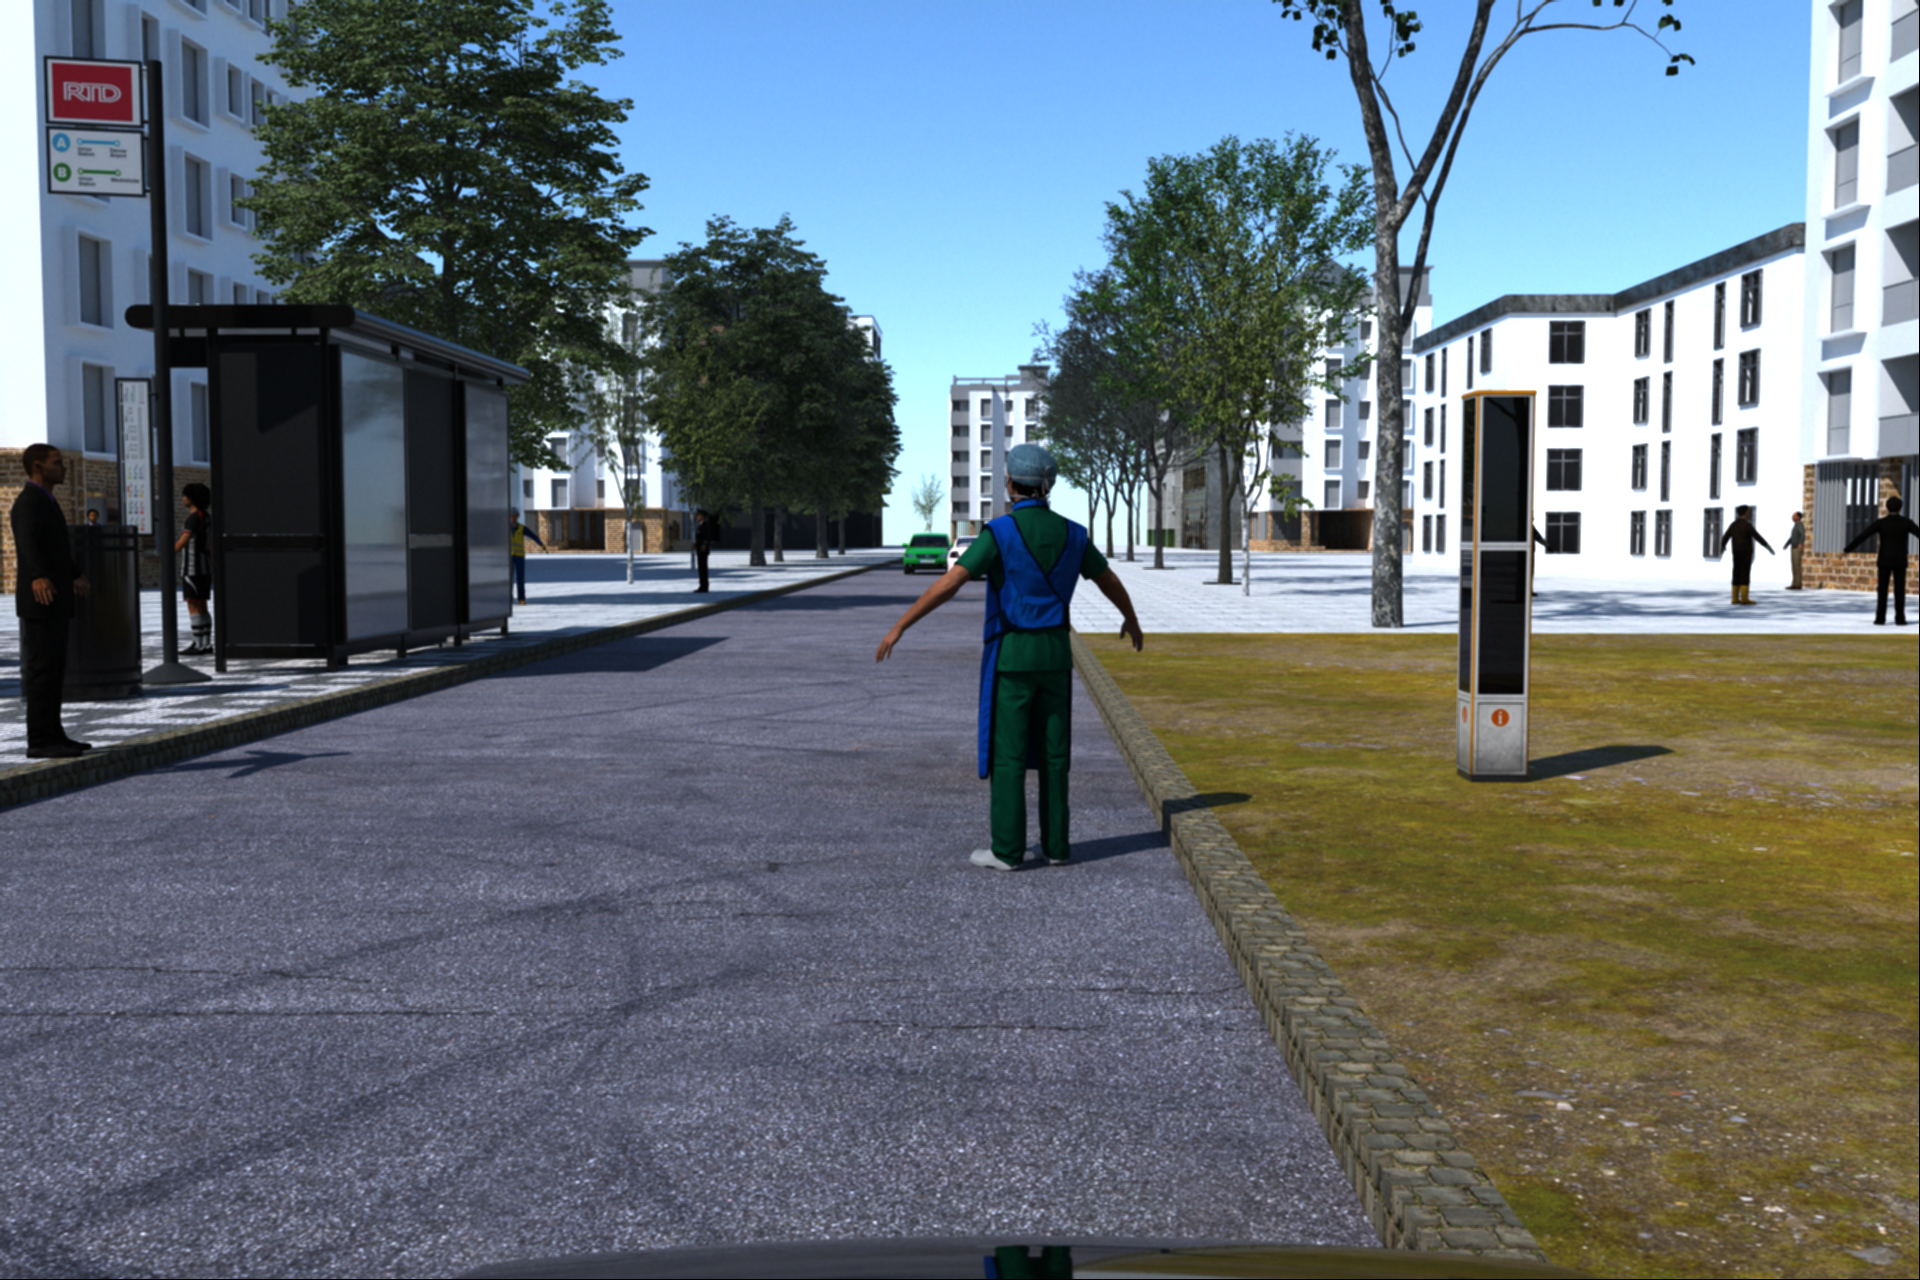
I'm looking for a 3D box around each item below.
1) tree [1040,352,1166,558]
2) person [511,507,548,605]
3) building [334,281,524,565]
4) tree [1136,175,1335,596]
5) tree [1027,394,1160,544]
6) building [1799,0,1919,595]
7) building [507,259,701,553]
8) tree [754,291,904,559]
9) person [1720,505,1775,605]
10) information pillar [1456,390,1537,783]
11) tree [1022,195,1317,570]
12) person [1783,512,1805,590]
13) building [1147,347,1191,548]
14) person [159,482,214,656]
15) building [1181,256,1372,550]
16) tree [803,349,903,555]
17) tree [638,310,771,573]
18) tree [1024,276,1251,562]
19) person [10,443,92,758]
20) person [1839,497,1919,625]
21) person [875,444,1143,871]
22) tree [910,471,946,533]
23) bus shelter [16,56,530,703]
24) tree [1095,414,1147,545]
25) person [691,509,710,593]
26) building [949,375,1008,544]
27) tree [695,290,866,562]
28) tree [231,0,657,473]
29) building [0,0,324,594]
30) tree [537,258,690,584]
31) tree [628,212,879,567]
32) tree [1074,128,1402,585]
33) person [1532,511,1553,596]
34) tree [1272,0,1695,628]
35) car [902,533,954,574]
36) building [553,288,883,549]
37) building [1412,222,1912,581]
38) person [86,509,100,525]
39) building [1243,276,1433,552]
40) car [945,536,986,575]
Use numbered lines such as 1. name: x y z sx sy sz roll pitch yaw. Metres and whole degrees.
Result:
1. tree: 8.130 -10.221 92.874 9.928 11.665 9.643 0 3 0
2. person: -8.067 -1.521 31.331 1.216 1.772 0.721 0 4 -7
3. building: -22.590 -7.919 71.626 9.099 9.664 28.070 0 4 1
4. tree: 5.799 -5.203 35.432 4.737 8.622 4.395 0 3 0
5. tree: 7.998 -10.854 103.217 9.928 11.665 9.643 0 3 0
6. building: 25.169 -11.168 39.017 16.016 20.090 11.380 0 4 2
7. building: -25.180 -16.157 120.580 16.016 20.090 11.380 0 4 1
8. tree: -7.129 -11.206 89.869 9.857 13.997 8.962 0 3 0
9. person: 14.264 -1.553 31.522 0.704 1.812 1.346 -1 4 -16
10. information pillar: 2.787 -0.277 9.024 0.304 2.012 0.304 0 4 2
11. tree: 7.171 -9.313 62.631 12.009 13.543 11.850 0 3 0
12. person: 19.254 -2.057 39.911 0.705 1.796 1.348 1 4 11
13. building: 28.255 -18.671 171.730 16.747 18.905 31.486 0 4 2
14. person: -8.125 -0.749 18.383 0.704 1.843 1.345 0 4 -4
15. building: 29.013 -19.273 146.043 19.493 23.208 18.063 0 4 1
16. tree: -6.969 -11.497 106.098 7.486 12.596 7.792 0 3 0
17. tree: -8.663 -6.521 56.982 4.737 8.622 4.395 0 3 0
18. tree: 7.875 -10.397 80.366 12.009 13.543 11.850 0 3 0
19. person: -5.263 -0.233 10.031 0.704 1.802 1.346 -1 4 -19
20. person: 13.148 -1.115 24.423 1.347 1.806 0.705 2 4 28
21. person: 0.278 0.068 7.468 1.347 1.817 0.704 -2 4 -30
22. tree: -3.210 -15.275 200.115 4.360 8.622 3.978 0 3 0
23. bus shelter: -6.546 -2.428 17.331 2.179 5.291 8.768 0 4 1
24. tree: 21.390 -21.031 199.744 12.611 20.169 13.585 0 3 0
25. person: -5.677 -1.962 38.006 0.705 1.837 1.347 -1 4 -19
26. building: -0.890 -20.748 198.110 11.380 20.090 16.016 0 4 -2
27. tree: -8.151 -9.823 78.734 7.486 12.596 7.792 0 3 0
28. tree: -9.112 -6.891 30.798 7.486 12.596 7.792 0 3 0
29. building: -24.178 -11.137 38.512 16.016 20.090 11.380 0 4 1
30. tree: -8.312 -5.761 44.561 4.360 8.622 3.978 0 3 0
31. tree: -8.053 -9.852 67.735 9.857 13.997 8.962 0 3 0
32. tree: 6.951 -7.235 44.041 9.928 11.665 9.643 0 3 0
33. person: 11.681 -1.827 35.650 1.354 1.856 0.705 -2 4 -33
34. tree: 6.302 -10.151 21.856 12.611 20.169 13.585 0 3 0
35. car: -1.080 -3.306 62.842 1.959 1.807 4.718 0 4 2
36. building: -22.119 -19.343 160.229 27.936 21.610 32.646 0 4 1
37. building: 23.634 -7.258 60.821 9.099 9.664 28.070 0 4 2
38. person: -15.777 -1.520 31.577 1.216 1.740 0.721 -2 4 -29
39. building: 27.310 -16.992 134.234 16.016 20.090 11.380 0 4 2
40. car: 0.562 -2.588 54.675 2.083 1.381 4.827 0 4 2
